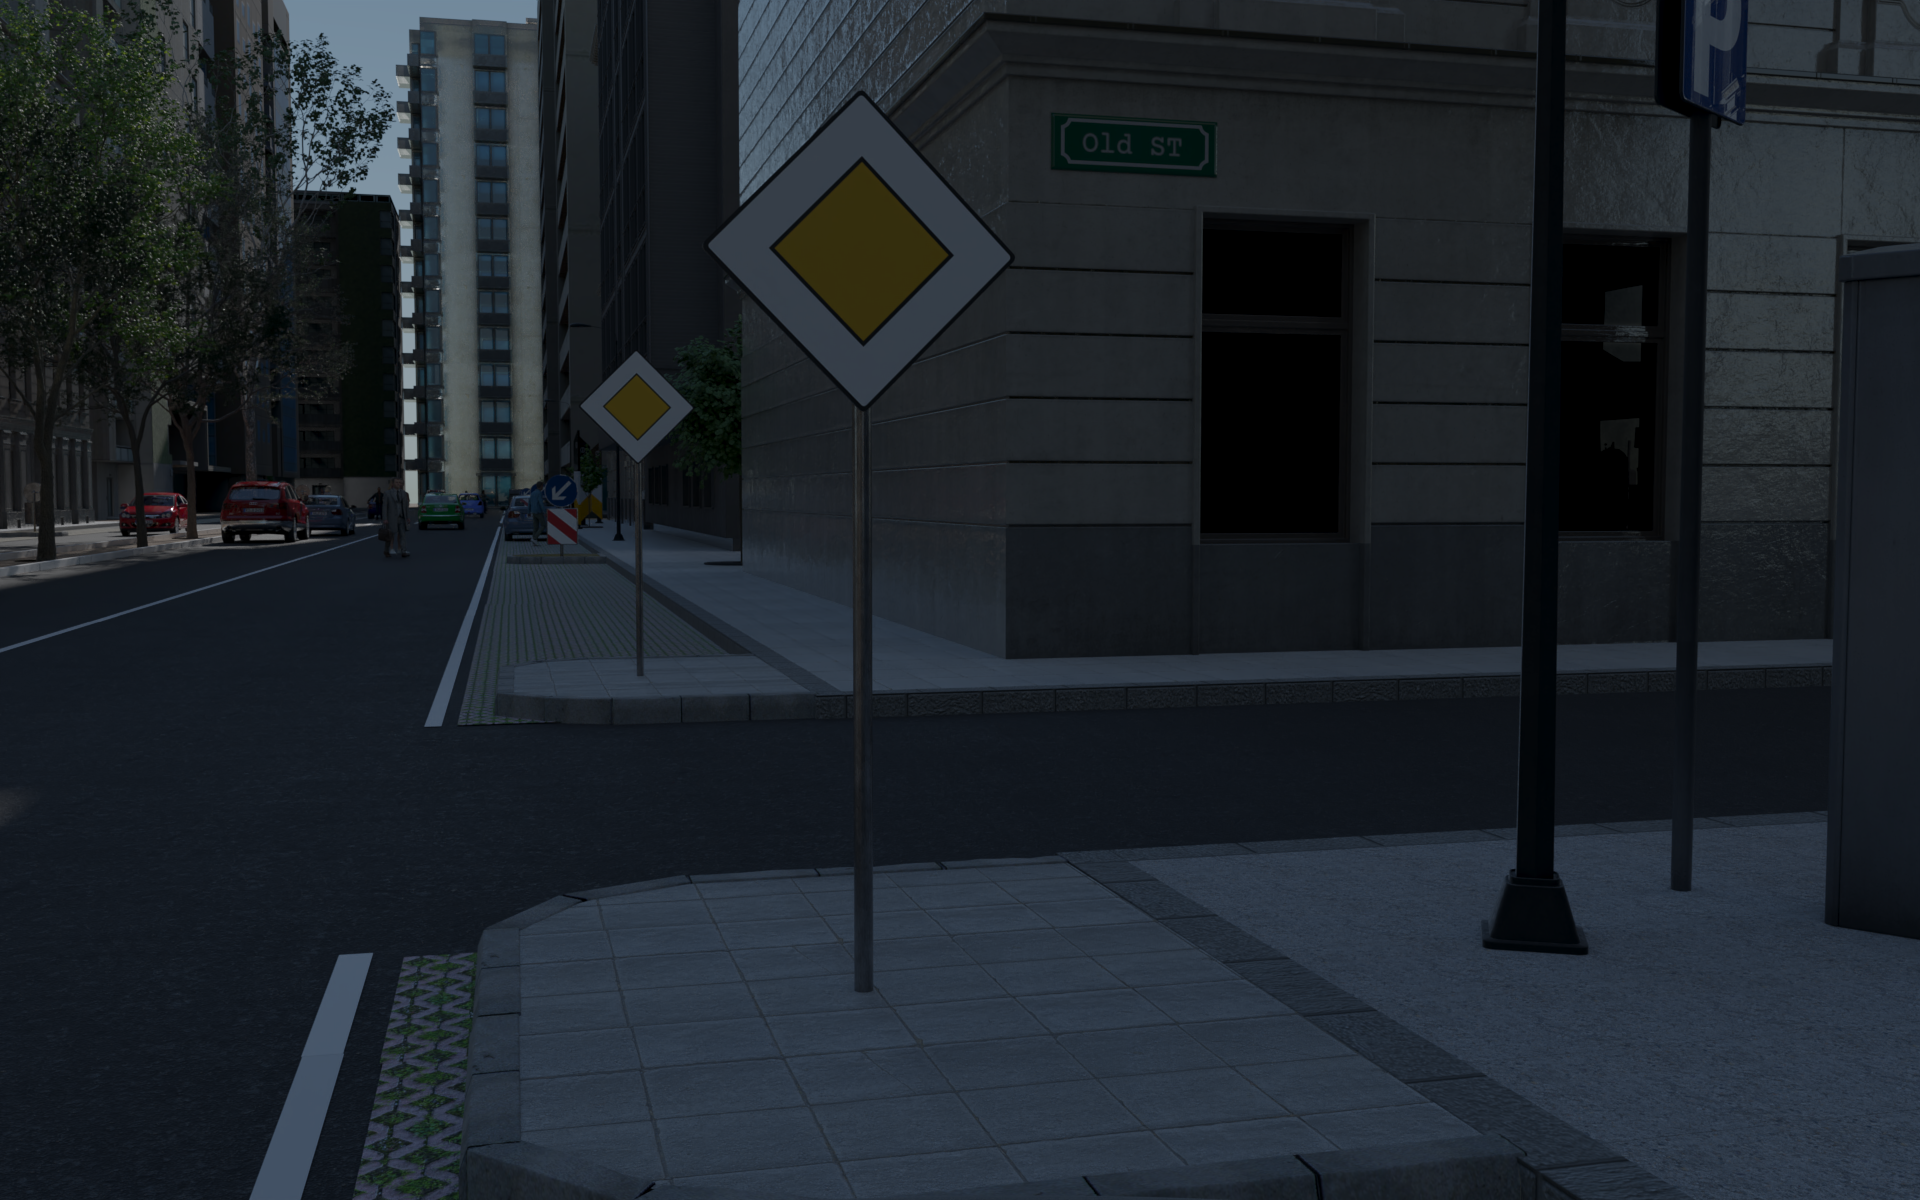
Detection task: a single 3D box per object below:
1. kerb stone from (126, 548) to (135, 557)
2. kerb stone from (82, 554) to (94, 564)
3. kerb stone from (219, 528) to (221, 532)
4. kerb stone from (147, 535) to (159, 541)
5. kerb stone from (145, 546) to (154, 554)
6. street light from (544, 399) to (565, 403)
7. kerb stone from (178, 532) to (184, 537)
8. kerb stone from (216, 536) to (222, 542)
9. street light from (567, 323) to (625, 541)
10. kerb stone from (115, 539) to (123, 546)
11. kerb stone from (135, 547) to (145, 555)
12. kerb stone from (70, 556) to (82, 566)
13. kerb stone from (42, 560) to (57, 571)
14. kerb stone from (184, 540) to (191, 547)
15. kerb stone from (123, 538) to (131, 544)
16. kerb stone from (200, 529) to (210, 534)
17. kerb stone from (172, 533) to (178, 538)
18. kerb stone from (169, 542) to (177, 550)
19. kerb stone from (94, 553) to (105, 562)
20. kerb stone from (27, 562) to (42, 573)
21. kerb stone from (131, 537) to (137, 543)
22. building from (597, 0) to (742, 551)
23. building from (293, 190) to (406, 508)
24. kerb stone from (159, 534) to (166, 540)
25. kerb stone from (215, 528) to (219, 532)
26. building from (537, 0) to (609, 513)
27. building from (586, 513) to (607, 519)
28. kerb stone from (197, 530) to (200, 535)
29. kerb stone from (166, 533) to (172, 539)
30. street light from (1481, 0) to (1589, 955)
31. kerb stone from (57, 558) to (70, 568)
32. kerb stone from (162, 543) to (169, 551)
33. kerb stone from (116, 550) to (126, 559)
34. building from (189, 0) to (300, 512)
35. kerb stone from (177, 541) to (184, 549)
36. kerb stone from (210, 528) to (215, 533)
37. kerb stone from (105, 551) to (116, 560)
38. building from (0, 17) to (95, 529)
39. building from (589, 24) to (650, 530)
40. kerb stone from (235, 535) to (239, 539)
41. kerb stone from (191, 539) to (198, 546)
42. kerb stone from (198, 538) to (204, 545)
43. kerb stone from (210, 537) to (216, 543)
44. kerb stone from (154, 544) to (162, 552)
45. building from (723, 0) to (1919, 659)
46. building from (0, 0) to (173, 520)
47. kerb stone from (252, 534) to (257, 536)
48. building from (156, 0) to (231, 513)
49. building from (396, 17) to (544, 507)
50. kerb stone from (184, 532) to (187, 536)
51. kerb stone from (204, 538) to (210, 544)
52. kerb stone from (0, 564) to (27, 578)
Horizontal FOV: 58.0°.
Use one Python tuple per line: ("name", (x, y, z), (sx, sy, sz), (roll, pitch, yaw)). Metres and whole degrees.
("kerb stone", (-19.115, -1.068, 39.654), (0.120, 0.150, 1.000), (-1, 4, -14))
("kerb stone", (-18.077, -0.825, 35.677), (0.120, 0.150, 1.000), (-1, 4, -14))
("kerb stone", (-27.830, -2.614, 64.929), (0.120, 0.150, 1.000), (-1, 4, -14))
("kerb stone", (-24.741, -1.883, 53.001), (0.120, 0.150, 1.000), (-1, 4, -14))
("kerb stone", (-19.617, -1.189, 41.644), (0.120, 0.150, 1.000), (-1, 4, -14))
("street light", (-19.713, -6.892, 85.224), (1.470, 5.913, 1.316), (-1, 4, -14))
("kerb stone", (-25.776, -2.125, 56.978), (0.120, 0.150, 1.000), (-1, 4, -14))
("kerb stone", (-22.197, -1.791, 51.566), (0.120, 0.150, 1.000), (-1, 4, -14))
("street light", (-9.900, -4.571, 47.279), (1.470, 5.913, 1.316), (-1, 4, -14))
("kerb stone", (-23.456, -1.581, 48.052), (0.120, 0.150, 1.000), (-1, 4, -14))
("kerb stone", (-19.366, -1.128, 40.645), (0.120, 0.150, 1.000), (-1, 4, -14))
("kerb stone", (-17.829, -0.764, 34.685), (0.120, 0.150, 1.000), (-1, 4, -14))
("kerb stone", (-17.305, -0.643, 32.709), (0.120, 0.150, 1.000), (-1, 4, -14))
("kerb stone", (-20.910, -1.490, 46.616), (0.120, 0.150, 1.000), (-1, 4, -14))
("kerb stone", (-23.712, -1.642, 49.042), (0.120, 0.150, 1.000), (-1, 4, -14))
("kerb stone", (-27.068, -2.425, 61.945), (0.120, 0.150, 1.000), (-1, 4, -14))
("kerb stone", (-25.518, -2.067, 55.989), (0.120, 0.150, 1.000), (-1, 4, -14))
("kerb stone", (-20.406, -1.371, 44.618), (0.120, 0.150, 1.000), (-1, 4, -14))
("kerb stone", (-18.333, -0.883, 36.677), (0.120, 0.150, 1.000), (-1, 4, -14))
("kerb stone", (-17.053, -0.582, 31.718), (0.120, 0.150, 1.000), (-1, 4, -14))
("kerb stone", (-23.974, -1.702, 50.031), (0.120, 0.150, 1.000), (-1, 4, -14))
("building", (-2.906, -15.730, 50.691), (14.314, 27.812, 24.014), (-1, 4, -14))
("building", (-61.522, -24.219, 167.676), (14.107, 30.474, 14.160), (-1, 4, -14))
("kerb stone", (-25.002, -1.943, 53.990), (0.120, 0.150, 1.000), (-1, 4, -14))
("kerb stone", (-27.578, -2.552, 63.927), (0.120, 0.150, 1.000), (-1, 4, -14))
("building", (-25.263, -32.202, 150.201), (21.300, 48.544, 21.600), (-1, 4, -14))
("building", (-12.648, -29.257, 102.047), (21.300, 48.544, 21.600), (-1, 4, -14))
("kerb stone", (-26.548, -2.310, 59.963), (0.120, 0.150, 1.000), (-1, 4, -14))
("kerb stone", (-25.259, -2.006, 54.993), (0.120, 0.150, 1.000), (-1, 4, -14))
("street light", (1.122, -1.965, 4.671), (1.470, 5.913, 1.316), (-1, 4, -14))
("kerb stone", (-17.565, -0.704, 33.698), (0.120, 0.150, 1.000), (-1, 4, -14))
("kerb stone", (-20.147, -1.311, 43.629), (0.120, 0.150, 1.000), (-1, 4, -14))
("kerb stone", (-18.851, -1.004, 38.662), (0.120, 0.150, 1.000), (-1, 4, -14))
("building", (-63.942, -30.244, 144.596), (14.200, 45.320, 14.600), (-1, 4, -14))
("kerb stone", (-20.665, -1.432, 45.623), (0.120, 0.150, 1.000), (-1, 4, -14))
("kerb stone", (-27.318, -2.492, 62.936), (0.120, 0.150, 1.000), (-1, 4, -14))
("kerb stone", (-18.590, -0.944, 37.667), (0.120, 0.150, 1.000), (-1, 4, -14))
("building", (-40.528, -13.268, 66.089), (9.793, 20.994, 18.267), (-1, 4, -14))
("building", (-8.974, -16.963, 74.616), (12.463, 27.353, 25.104), (-1, 4, -14))
("kerb stone", (-23.492, -2.100, 56.532), (0.120, 0.150, 1.000), (-1, 4, -14))
("kerb stone", (-21.168, -1.552, 47.605), (0.120, 0.150, 1.000), (-1, 4, -14))
("kerb stone", (-21.431, -1.615, 48.593), (0.120, 0.150, 1.000), (-1, 4, -14))
("kerb stone", (-21.940, -1.736, 50.576), (0.120, 0.150, 1.000), (-1, 4, -14))
("kerb stone", (-19.882, -1.250, 42.631), (0.120, 0.150, 1.000), (-1, 4, -14))
("building", (19.127, -15.235, 25.503), (44.131, 29.872, 17.030), (-1, 4, -14))
("building", (-47.935, -24.537, 84.779), (14.154, 41.232, 14.086), (-1, 4, -14))
("kerb stone", (-24.267, -2.278, 59.500), (0.120, 0.150, 1.000), (-1, 4, -14))
("building", (-60.275, -31.403, 102.673), (28.713, 52.752, 27.495), (-1, 4, -14))
("building", (-41.270, -34.138, 177.764), (30.456, 49.044, 23.786), (-1, 4, -14))
("kerb stone", (-26.042, -2.188, 57.973), (0.120, 0.150, 1.000), (-1, 4, -14))
("kerb stone", (-21.690, -1.675, 49.583), (0.120, 0.150, 1.000), (-1, 4, -14))
("kerb stone", (-16.796, -0.522, 30.725), (0.120, 0.150, 1.000), (-1, 4, -14))
